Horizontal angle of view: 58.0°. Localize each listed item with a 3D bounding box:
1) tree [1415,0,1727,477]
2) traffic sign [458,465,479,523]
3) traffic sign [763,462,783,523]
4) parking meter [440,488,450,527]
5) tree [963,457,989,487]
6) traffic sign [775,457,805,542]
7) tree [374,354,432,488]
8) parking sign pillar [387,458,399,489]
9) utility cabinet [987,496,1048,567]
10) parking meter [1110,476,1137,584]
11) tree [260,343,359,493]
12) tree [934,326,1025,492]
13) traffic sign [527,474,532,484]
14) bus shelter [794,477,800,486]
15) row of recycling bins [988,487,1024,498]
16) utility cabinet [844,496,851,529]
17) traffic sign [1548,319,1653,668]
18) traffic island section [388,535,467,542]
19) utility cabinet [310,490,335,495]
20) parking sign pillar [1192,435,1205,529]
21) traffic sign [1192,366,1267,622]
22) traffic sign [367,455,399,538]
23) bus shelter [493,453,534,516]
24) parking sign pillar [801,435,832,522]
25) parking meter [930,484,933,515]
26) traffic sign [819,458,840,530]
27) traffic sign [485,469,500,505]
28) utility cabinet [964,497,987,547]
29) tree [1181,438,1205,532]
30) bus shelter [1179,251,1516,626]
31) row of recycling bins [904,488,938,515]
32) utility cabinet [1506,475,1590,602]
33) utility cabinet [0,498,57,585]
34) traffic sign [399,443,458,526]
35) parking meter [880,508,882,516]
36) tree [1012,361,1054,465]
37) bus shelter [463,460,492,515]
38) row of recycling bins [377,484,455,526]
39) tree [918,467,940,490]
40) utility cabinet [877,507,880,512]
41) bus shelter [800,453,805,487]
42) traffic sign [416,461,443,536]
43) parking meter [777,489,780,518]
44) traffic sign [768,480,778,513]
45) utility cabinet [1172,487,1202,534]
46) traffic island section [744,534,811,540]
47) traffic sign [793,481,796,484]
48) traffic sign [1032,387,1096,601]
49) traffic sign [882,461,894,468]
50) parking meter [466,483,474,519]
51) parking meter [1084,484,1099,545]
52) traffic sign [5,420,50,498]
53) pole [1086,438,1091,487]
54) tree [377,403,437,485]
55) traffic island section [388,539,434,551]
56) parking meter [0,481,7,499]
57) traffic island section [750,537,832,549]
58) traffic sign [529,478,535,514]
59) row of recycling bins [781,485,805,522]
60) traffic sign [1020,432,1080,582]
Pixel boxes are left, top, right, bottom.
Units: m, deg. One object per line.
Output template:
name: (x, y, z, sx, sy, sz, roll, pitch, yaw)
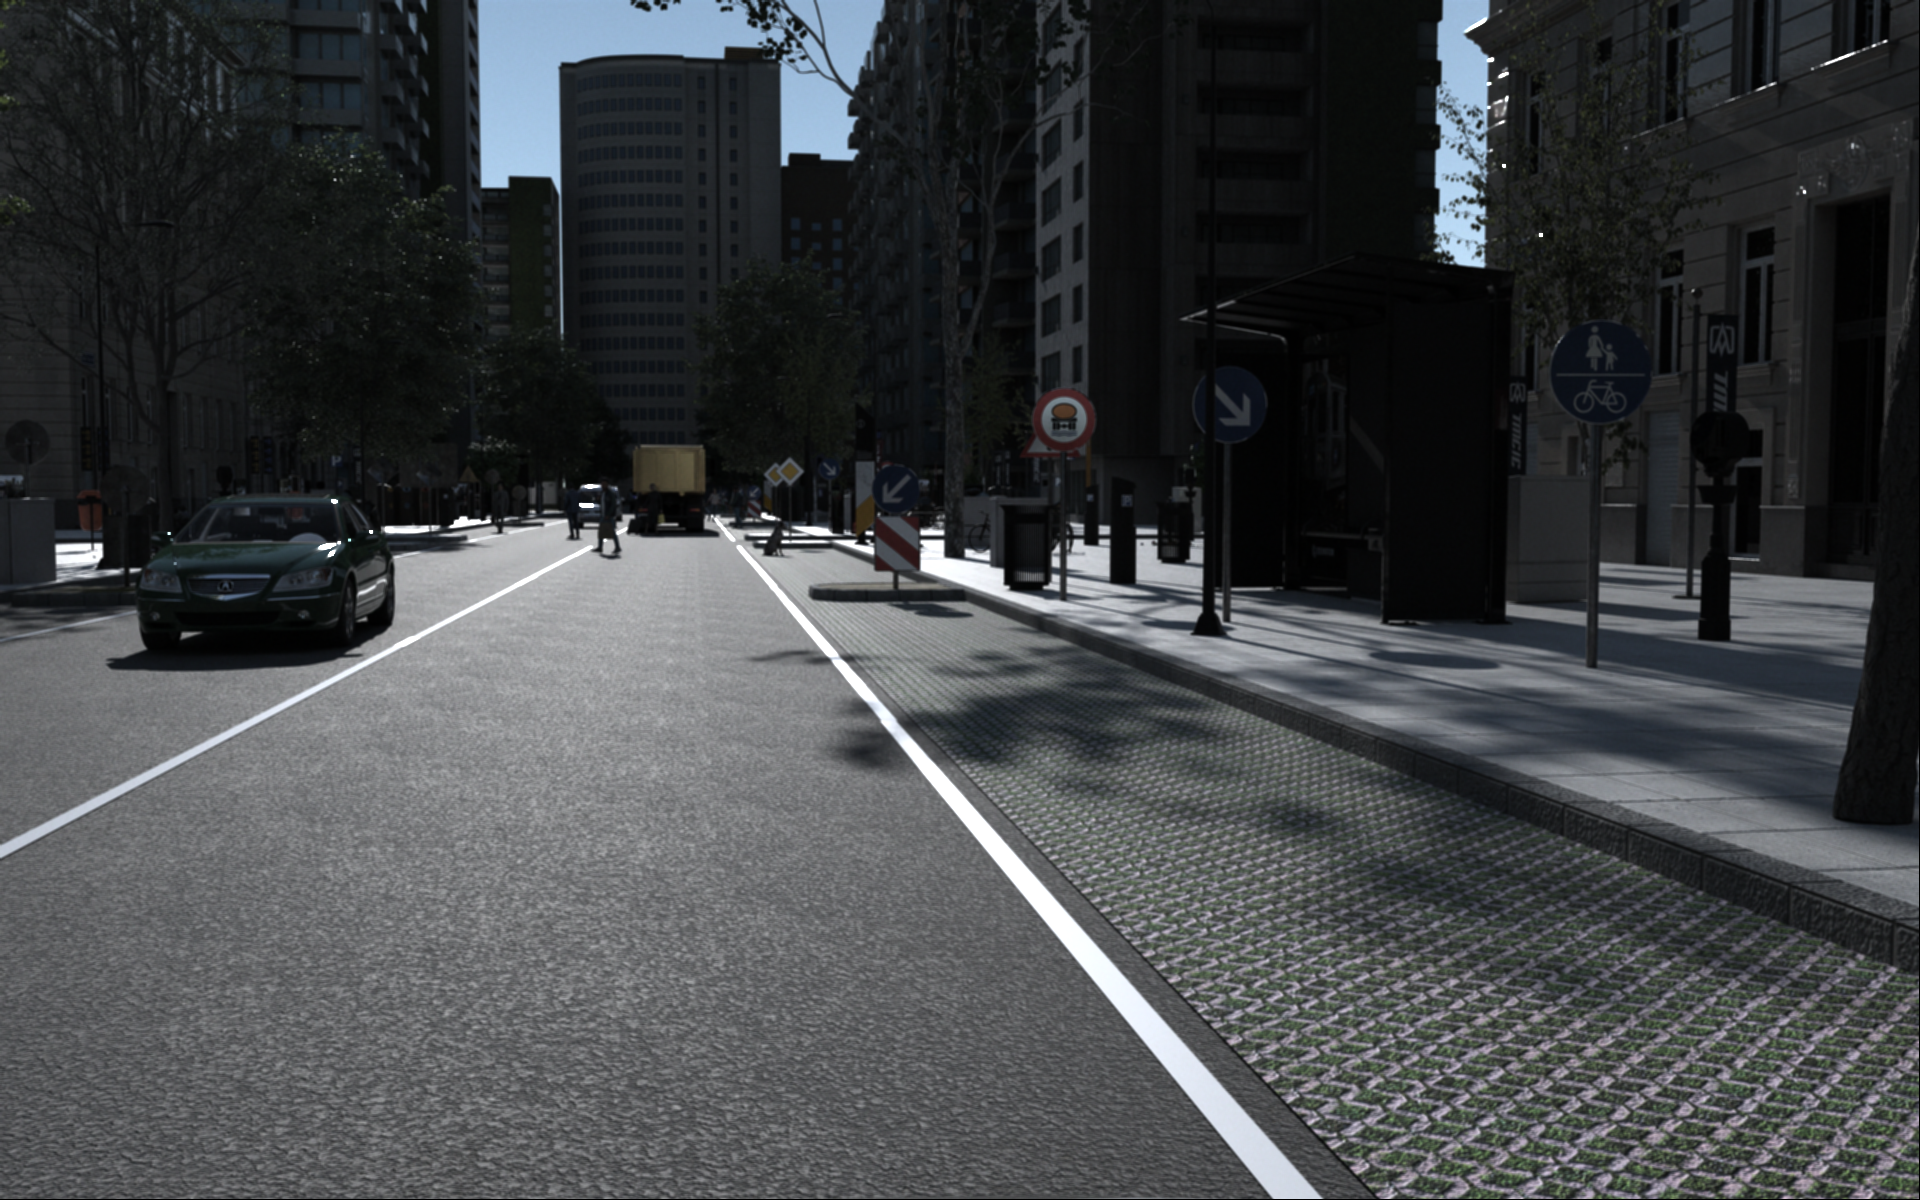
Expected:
tree: (8.651, -4.512, 24.133, 4.360, 8.622, 3.978, 0, 3, 0)
traffic sign: (-21.823, -4.704, 76.915, 0.884, 2.594, 0.081, 0, 4, -7)
traffic sign: (-5.772, -3.099, 54.316, 0.795, 2.450, 0.064, -1, 4, -9)
parking meter: (-20.316, -3.663, 68.305, 0.372, 1.533, 0.369, 0, 3, 0)
tree: (0.592, -5.853, 90.300, 1.663, 3.219, 1.824, 0, 3, 0)
traffic sign: (-4.557, -2.617, 46.423, 0.795, 2.450, 0.064, -1, 4, -9)
tree: (-30.538, -8.532, 89.866, 4.360, 8.622, 3.978, 0, 3, 0)
parking sign pillar: (-30.898, -6.496, 94.683, 1.447, 3.967, 1.447, -3, 5, -40)
utility cabinet: (1.044, -1.190, 30.616, 1.020, 1.237, 0.306, -2, 4, -24)
parking meter: (2.337, -1.003, 24.808, 0.372, 1.533, 0.369, 0, 3, 0)
tree: (-31.146, -8.055, 82.066, 4.360, 8.622, 3.978, 0, 3, 0)
tree: (0.959, -7.701, 76.277, 4.737, 8.622, 4.395, 0, 3, 0)
traffic sign: (-26.797, -6.523, 106.762, 0.768, 2.556, 0.104, 0, 4, -8)
bus shelter: (-11.715, -7.819, 121.764, 2.014, 3.302, 5.546, -1, 4, -9)
row of recycling bins: (2.661, -5.567, 98.128, 1.069, 1.692, 3.534, 2, 4, 29)
utility cabinet: (-3.866, -3.172, 63.019, 1.020, 1.237, 0.306, 1, 4, 20)
traffic sign: (4.669, -0.772, 12.728, 0.768, 2.556, 0.104, 0, 4, -2)
traffic island section: (-16.169, -1.867, 52.804, 2.009, 0.180, 2.903, -1, 4, -9)
utility cabinet: (-31.507, -4.711, 85.709, 1.173, 1.500, 0.318, -2, 4, -28)
parking sign pillar: (9.016, -4.616, 63.946, 1.447, 3.967, 1.447, 2, 4, 33)
traffic sign: (2.676, -1.052, 17.311, 0.768, 2.556, 0.104, -1, 4, -8)
traffic sign: (-14.933, -2.521, 44.853, 0.795, 2.450, 0.064, -1, 4, -9)
bus shelter: (-26.364, -6.814, 102.691, 1.731, 3.624, 6.357, -1, 4, -9)
parking sign pillar: (-6.590, -5.573, 79.595, 1.447, 3.967, 1.447, 2, 4, 32)
parking meter: (-1.650, -5.546, 96.383, 0.255, 1.863, 0.399, 0, 4, -7)
traffic sign: (-4.627, -3.757, 61.535, 0.768, 2.556, 0.104, 0, 4, -2)
traffic sign: (-24.000, -5.432, 88.919, 0.768, 2.556, 0.104, 0, 4, -5)
utility cabinet: (0.253, -1.888, 42.033, 1.020, 1.237, 0.306, -1, 4, -9)
tree: (8.445, -3.983, 59.725, 1.663, 3.219, 1.824, 0, 3, 0)
bus shelter: (4.195, -1.754, 19.964, 1.731, 3.624, 6.357, -1, 4, -9)
row of recycling bins: (-2.925, -6.062, 106.231, 3.534, 1.692, 1.069, -2, 4, -33)
utility cabinet: (6.970, -0.725, 20.535, 1.173, 1.500, 0.318, -2, 4, -25)
utility cabinet: (-13.512, -0.847, 25.008, 0.306, 1.237, 1.020, 0, 4, 7)
traffic sign: (-21.182, -4.598, 69.046, 2.265, 3.308, 0.079, 0, 4, -7)
parking meter: (-3.876, -4.873, 88.090, 0.372, 1.533, 0.369, 0, 3, 0)
tree: (5.034, -8.779, 93.905, 4.360, 8.622, 3.978, 0, 3, 0)
bus shelter: (-29.764, -7.148, 108.153, 1.731, 3.624, 6.357, -1, 4, -9)
row of recycling bins: (-22.596, -3.936, 71.464, 1.069, 1.692, 3.534, 3, 5, 45)
tree: (-2.015, -7.261, 113.315, 1.663, 3.219, 1.824, 0, 3, 0)
utility cabinet: (-5.739, -6.901, 121.505, 1.173, 1.500, 0.318, -2, 4, -33)
bus shelter: (-8.656, -6.733, 101.366, 1.731, 3.624, 6.357, -1, 4, -9)
traffic sign: (-16.147, -3.003, 52.746, 0.795, 2.450, 0.064, -1, 4, -9)
parking meter: (-9.818, -5.250, 94.246, 0.372, 1.533, 0.369, 0, 3, 0)
traffic sign: (-10.989, -6.091, 101.713, 0.606, 2.300, 0.079, 0, 4, 0)
utility cabinet: (7.298, -2.874, 55.663, 0.318, 1.500, 1.173, 3, 5, 45)
traffic island section: (-5.750, -1.964, 54.396, 2.009, 0.180, 2.903, -1, 4, -9)
traffic sign: (-10.358, -6.461, 105.740, 0.768, 2.556, 0.104, 0, 3, 0)
traffic sign: (1.243, -1.265, 20.784, 0.768, 2.556, 0.104, 0, 4, 0)
traffic sign: (-2.818, -4.121, 67.481, 0.768, 2.556, 0.104, 0, 4, -5)
parking meter: (-25.114, -5.080, 88.766, 0.399, 1.863, 0.255, -1, 4, -18)
parking meter: (3.297, -2.142, 43.441, 0.372, 1.533, 0.369, 0, 3, 0)
traffic sign: (-16.011, -1.814, 29.758, 0.768, 2.556, 0.104, 0, 4, 0)
pole: (4.112, -3.769, 55.471, 0.158, 3.312, 0.155, 0, 3, 0)
tree: (-31.766, -9.070, 98.655, 4.737, 8.622, 4.395, 0, 3, 0)
traffic island section: (-14.955, -1.384, 44.912, 2.009, 0.180, 2.903, -1, 4, -9)
parking meter: (-18.023, -1.466, 32.380, 0.372, 1.533, 0.369, 0, 3, 0)
traffic island section: (-4.535, -1.482, 46.504, 2.009, 0.180, 2.903, -1, 4, -9)
traffic sign: (-27.887, -6.744, 112.392, 0.606, 2.300, 0.079, 0, 4, -7)
row of recycling bins: (-7.824, -4.605, 82.407, 1.069, 1.692, 3.534, 0, 4, 4)
traffic sign: (1.304, -1.539, 25.162, 0.884, 2.594, 0.081, 0, 4, -2)
